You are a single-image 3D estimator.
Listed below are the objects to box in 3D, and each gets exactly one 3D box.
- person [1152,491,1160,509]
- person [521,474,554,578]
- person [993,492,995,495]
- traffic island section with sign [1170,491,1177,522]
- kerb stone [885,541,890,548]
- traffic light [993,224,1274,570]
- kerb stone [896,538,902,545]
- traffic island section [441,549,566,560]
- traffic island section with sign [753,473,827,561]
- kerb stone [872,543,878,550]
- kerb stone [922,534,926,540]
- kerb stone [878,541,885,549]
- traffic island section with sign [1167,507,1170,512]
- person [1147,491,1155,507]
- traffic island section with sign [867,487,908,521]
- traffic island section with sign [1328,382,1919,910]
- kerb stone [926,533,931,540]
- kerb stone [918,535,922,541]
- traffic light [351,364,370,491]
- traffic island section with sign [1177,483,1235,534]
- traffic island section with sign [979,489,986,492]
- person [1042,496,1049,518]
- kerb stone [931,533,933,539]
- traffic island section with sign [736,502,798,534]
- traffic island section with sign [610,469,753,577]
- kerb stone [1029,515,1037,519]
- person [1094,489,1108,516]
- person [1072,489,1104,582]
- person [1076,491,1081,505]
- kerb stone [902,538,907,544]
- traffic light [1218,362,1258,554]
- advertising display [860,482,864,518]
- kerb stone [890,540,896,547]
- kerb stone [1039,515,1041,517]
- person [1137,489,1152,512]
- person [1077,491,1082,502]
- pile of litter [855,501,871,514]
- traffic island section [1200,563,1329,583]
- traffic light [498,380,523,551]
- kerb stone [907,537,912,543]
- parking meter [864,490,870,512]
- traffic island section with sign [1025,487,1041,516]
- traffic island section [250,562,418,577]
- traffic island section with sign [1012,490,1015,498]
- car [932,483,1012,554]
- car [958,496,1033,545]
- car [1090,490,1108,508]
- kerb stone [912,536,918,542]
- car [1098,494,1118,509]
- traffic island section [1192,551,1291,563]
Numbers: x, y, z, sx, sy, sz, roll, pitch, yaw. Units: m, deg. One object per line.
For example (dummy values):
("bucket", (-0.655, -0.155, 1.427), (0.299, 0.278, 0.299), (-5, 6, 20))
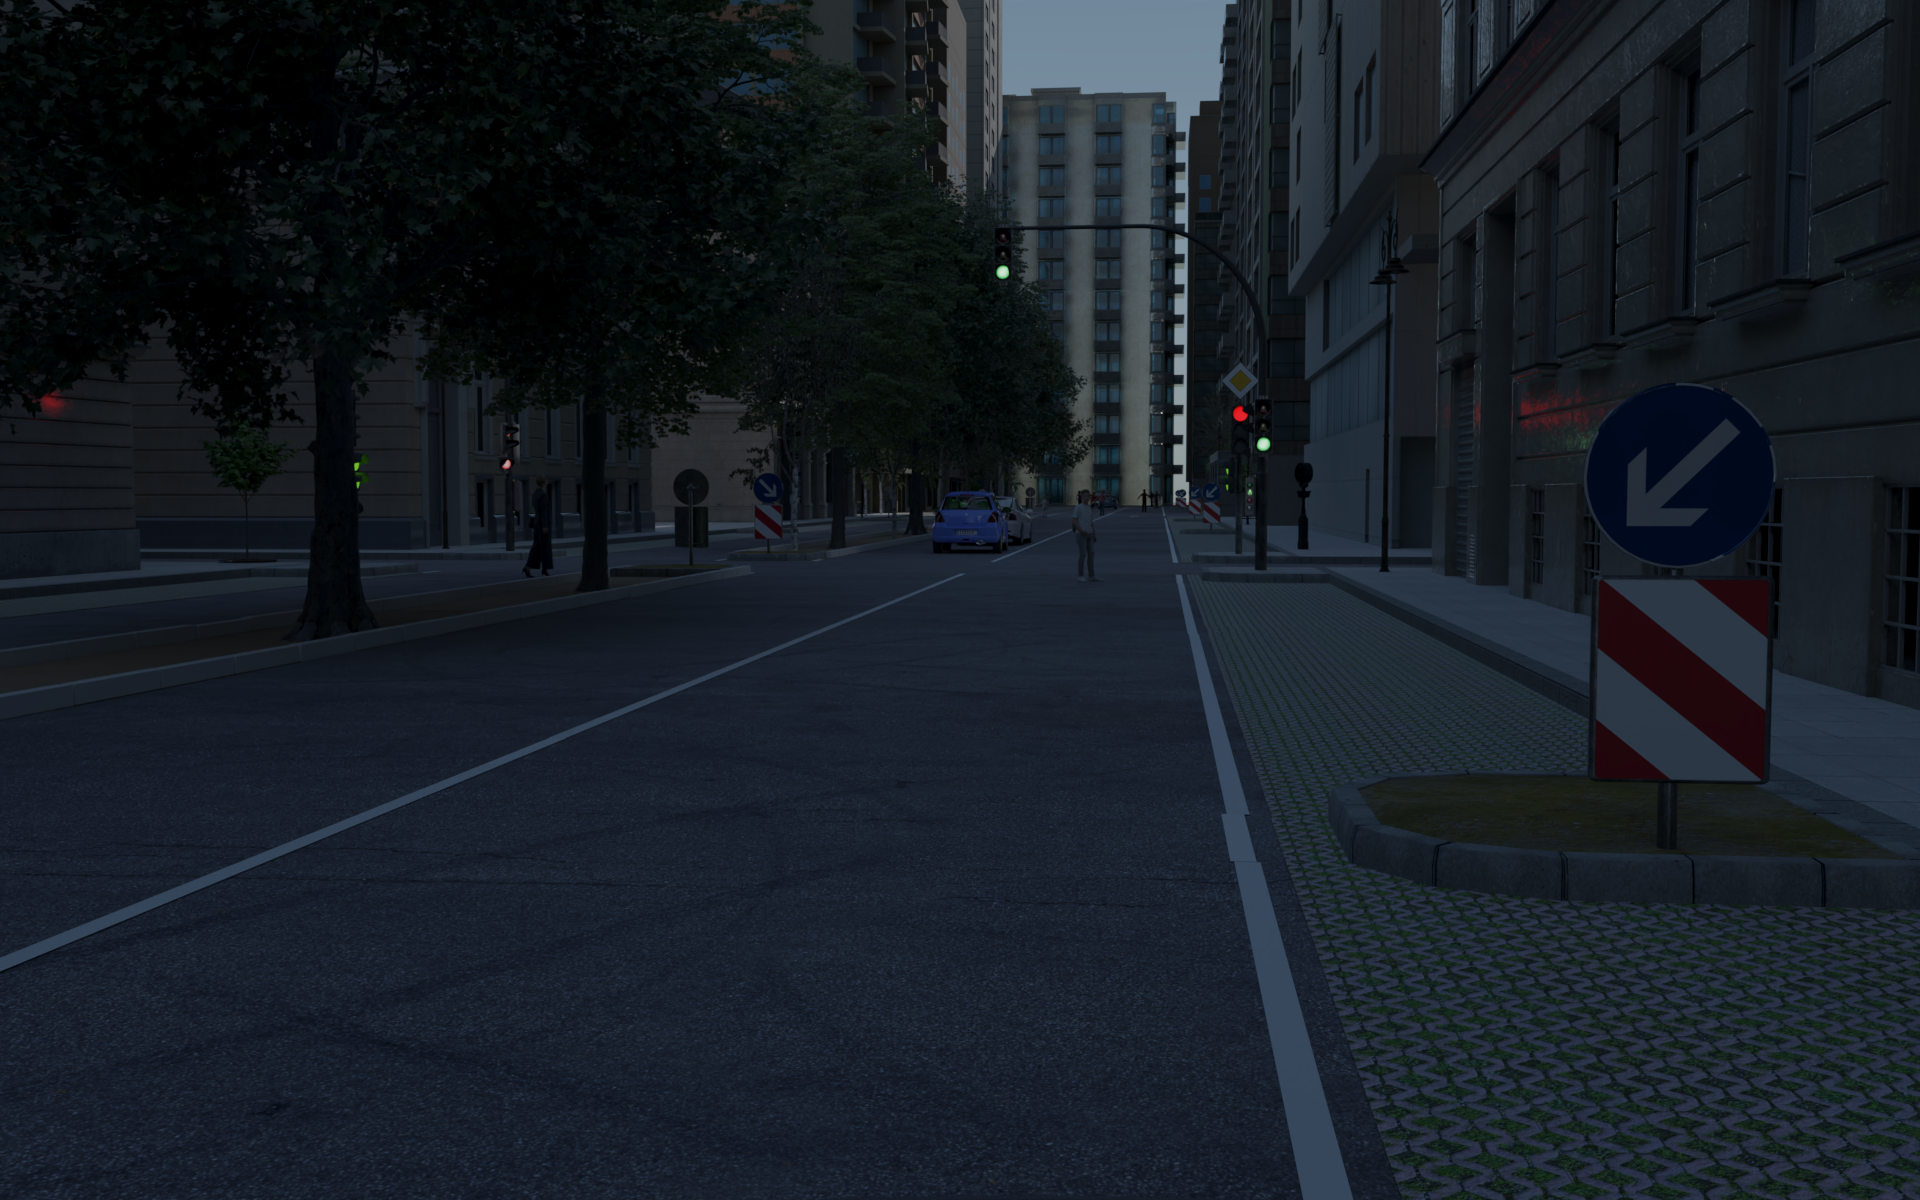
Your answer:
("person", (19.369, -9.911, 171.264), (0.721, 1.735, 1.217), (3, 5, 45))
("person", (-7.207, -1.273, 29.728), (0.576, 1.772, 0.534), (2, 4, 31))
("person", (2.776, -8.873, 153.446), (0.709, 1.838, 0.599), (-2, 4, -23))
("traffic island section with sign", (12.090, -4.979, 90.039), (1.989, 1.847, 2.006), (0, 4, 7))
("kerb stone", (-2.068, -1.476, 46.321), (0.120, 0.150, 1.000), (0, 4, 7))
("traffic light", (2.954, -3.334, 29.179), (4.771, 5.953, 1.251), (0, 4, 7))
("kerb stone", (-1.822, -1.601, 48.367), (0.120, 0.150, 1.000), (0, 4, 7))
("traffic island section", (-10.141, -1.021, 38.978), (2.009, 0.180, 2.903), (0, 4, 7))
("traffic island section with sign", (-4.056, -1.823, 37.934), (2.006, 1.907, 1.989), (0, 4, 7))
("kerb stone", (-2.293, -1.351, 44.286), (0.120, 0.150, 1.000), (0, 4, 7))
("kerb stone", (-1.239, -1.913, 53.471), (0.120, 0.150, 1.000), (0, 4, 7))
("kerb stone", (-2.171, -1.413, 45.304), (0.120, 0.150, 1.000), (0, 4, 7))
("traffic island section with sign", (17.645, -7.936, 138.386), (1.989, 1.847, 2.006), (0, 4, 7))
("person", (21.152, -11.188, 191.440), (0.705, 1.821, 1.348), (-2, 4, -29))
("traffic island section with sign", (-3.773, -5.068, 91.494), (1.989, 1.847, 2.006), (0, 4, 7))
("traffic island section with sign", (2.544, 0.102, 6.959), (1.989, 1.847, 2.006), (0, 4, 7))
("kerb stone", (-1.115, -1.975, 54.486), (0.120, 0.150, 1.000), (0, 4, 7))
("kerb stone", (-1.355, -1.849, 52.450), (0.120, 0.150, 1.000), (0, 4, 7))
("traffic light", (-11.015, -2.568, 30.905), (0.839, 4.253, 0.868), (0, 4, 7))
("traffic island section with sign", (8.879, -3.268, 62.054), (1.989, 1.847, 2.006), (0, 4, 7))
("traffic island section with sign", (1.818, -8.037, 140.035), (1.989, 1.847, 2.006), (0, 4, 7))
("person", (5.119, -5.604, 104.410), (0.425, 1.301, 0.394), (-1, 4, -17))
("kerb stone", (-0.996, -2.036, 55.510), (0.120, 0.150, 1.000), (0, 4, 7))
("traffic island section with sign", (-6.993, -3.349, 63.382), (1.989, 1.847, 2.006), (0, 4, 7))
("traffic island section with sign", (-4.912, -1.372, 30.577), (2.006, 1.907, 1.989), (0, 4, 7))
("kerb stone", (4.267, -4.842, 101.358), (0.120, 0.150, 1.000), (0, 4, 7))
("person", (9.443, -6.513, 115.702), (0.721, 1.743, 1.217), (-3, 5, -42))
("person", (2.068, -1.054, 28.322), (0.523, 1.515, 0.503), (1, 4, 16))
("person", (10.449, -8.653, 150.662), (0.721, 1.739, 1.217), (-2, 4, -32))
("kerb stone", (-1.702, -1.663, 49.394), (0.120, 0.150, 1.000), (0, 4, 7))
("traffic light", (5.955, -2.942, 37.015), (0.839, 4.253, 0.868), (0, 4, 7))
("advertising display", (-5.321, -5.427, 93.941), (0.123, 1.923, 0.974), (0, 4, -7))
("kerb stone", (-1.941, -1.538, 47.342), (0.120, 0.150, 1.000), (0, 4, 7))
("kerb stone", (4.625, -5.023, 104.405), (0.120, 0.150, 1.000), (0, 4, 7))
("person", (14.538, -7.828, 136.447), (1.348, 1.831, 0.705), (2, 4, 29))
("person", (10.903, -9.075, 157.611), (0.721, 1.736, 1.217), (1, 4, 21))
("pile of litter", (-6.405, -5.841, 109.472), (1.719, 0.858, 1.176), (1, 4, 17))
("traffic island section", (5.081, -0.423, 29.191), (2.009, 0.180, 2.903), (0, 4, 7))
("traffic light", (-8.015, -3.912, 38.635), (4.771, 5.953, 1.251), (0, 4, 7))
("kerb stone", (-1.588, -1.726, 50.413), (0.120, 0.150, 1.000), (0, 4, 7))
("parking meter", (-6.045, -6.389, 112.876), (0.372, 1.533, 0.369), (0, 3, 0))
("traffic island section with sign", (4.518, -6.388, 112.584), (2.006, 1.907, 1.989), (0, 4, 7))
("traffic island section", (-11.054, -0.536, 31.045), (2.009, 0.180, 2.903), (0, 4, 7))
("traffic island section with sign", (5.005, -9.734, 167.781), (1.989, 1.847, 2.006), (0, 4, 7))
("car", (0.290, -2.046, 43.042), (1.945, 1.707, 3.694), (0, 4, 5))
("car", (1.013, -2.287, 49.750), (2.083, 1.381, 4.827), (0, 4, 7))
("car", (14.594, -10.471, 179.878), (2.281, 1.827, 5.304), (0, 4, 5))
("kerb stone", (-1.465, -1.788, 51.428), (0.120, 0.150, 1.000), (0, 4, 7))
("car", (13.915, -9.233, 162.969), (2.014, 1.417, 4.499), (0, 4, 7))
("traffic island section", (5.993, -0.908, 37.124), (2.009, 0.180, 2.903), (0, 4, 7))
